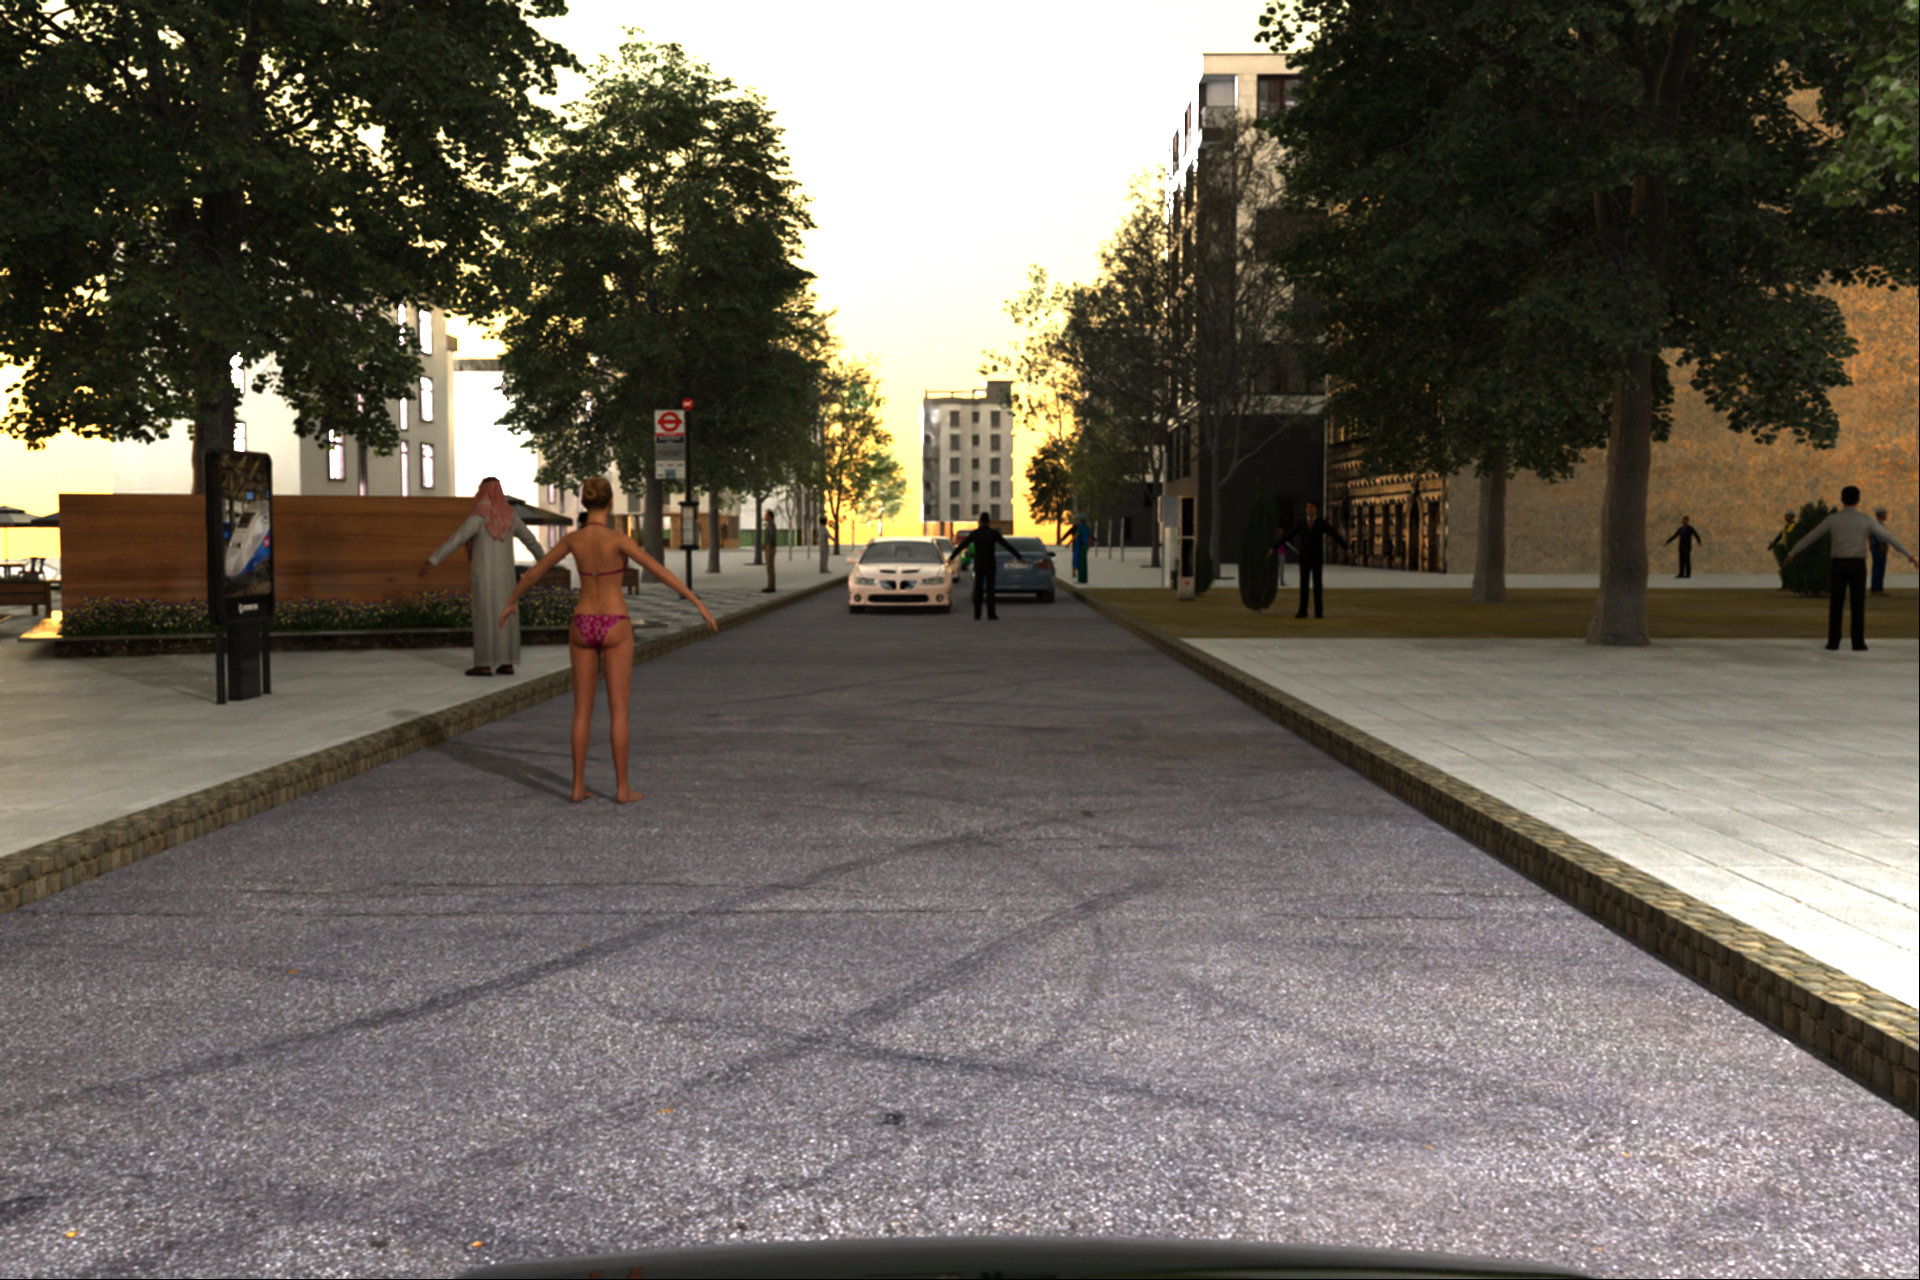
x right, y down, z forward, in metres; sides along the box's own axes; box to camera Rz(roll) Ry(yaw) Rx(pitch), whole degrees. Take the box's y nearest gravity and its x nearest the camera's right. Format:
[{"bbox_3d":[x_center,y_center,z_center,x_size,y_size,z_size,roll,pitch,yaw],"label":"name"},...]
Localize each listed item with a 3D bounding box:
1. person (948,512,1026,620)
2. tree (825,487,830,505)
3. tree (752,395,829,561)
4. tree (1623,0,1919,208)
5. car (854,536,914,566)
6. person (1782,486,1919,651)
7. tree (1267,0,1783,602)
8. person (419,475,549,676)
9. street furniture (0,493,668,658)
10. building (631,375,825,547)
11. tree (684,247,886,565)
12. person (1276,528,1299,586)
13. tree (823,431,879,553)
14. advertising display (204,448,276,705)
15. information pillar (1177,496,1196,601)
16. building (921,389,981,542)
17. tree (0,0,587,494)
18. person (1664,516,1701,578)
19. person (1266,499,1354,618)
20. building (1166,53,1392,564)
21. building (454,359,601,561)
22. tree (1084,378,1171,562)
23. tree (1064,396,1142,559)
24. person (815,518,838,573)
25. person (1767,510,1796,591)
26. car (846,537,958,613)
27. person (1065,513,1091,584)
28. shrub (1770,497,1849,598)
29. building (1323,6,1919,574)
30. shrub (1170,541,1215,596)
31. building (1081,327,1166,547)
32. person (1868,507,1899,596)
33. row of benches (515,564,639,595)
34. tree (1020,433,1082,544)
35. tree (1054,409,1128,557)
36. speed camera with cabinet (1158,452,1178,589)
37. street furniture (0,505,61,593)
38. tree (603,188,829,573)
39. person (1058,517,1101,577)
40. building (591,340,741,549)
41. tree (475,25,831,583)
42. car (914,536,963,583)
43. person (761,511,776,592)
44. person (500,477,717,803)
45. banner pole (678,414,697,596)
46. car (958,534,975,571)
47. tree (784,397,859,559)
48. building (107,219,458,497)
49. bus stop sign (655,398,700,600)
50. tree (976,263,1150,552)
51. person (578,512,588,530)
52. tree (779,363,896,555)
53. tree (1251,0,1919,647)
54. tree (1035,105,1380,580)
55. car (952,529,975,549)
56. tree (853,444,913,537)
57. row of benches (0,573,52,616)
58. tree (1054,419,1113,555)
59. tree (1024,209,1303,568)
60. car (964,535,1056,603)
[{"bbox_3d":[0.426,-1.246,29.050,1.346,1.802,0.704,1,4,14],"label":"person"},{"bbox_3d":[-19.711,-17.634,214.078,9.928,11.665,9.643,0,3,0],"label":"tree"},{"bbox_3d":[-8.112,-8.082,82.511,4.360,8.622,3.978,0,3,0],"label":"tree"},{"bbox_3d":[7.026,-5.530,8.535,7.486,12.596,7.792,0,3,0],"label":"tree"},{"bbox_3d":[-1.821,-2.129,47.170,2.083,1.381,4.827,0,4,0],"label":"car"},{"bbox_3d":[9.830,-0.795,19.158,1.344,1.810,0.704,2,4,32],"label":"person"},{"bbox_3d":[10.006,-7.700,32.543,9.857,13.997,8.962,0,3,0],"label":"tree"},{"bbox_3d":[-4.271,-0.589,15.771,0.704,1.811,1.347,3,5,42],"label":"person"},{"bbox_3d":[-7.144,-0.877,21.202,11.010,1.723,9.812,-2,4,-25],"label":"street furniture"},{"bbox_3d":[-24.867,-19.889,191.636,16.747,18.905,31.486,0,4,1],"label":"building"},{"bbox_3d":[-8.268,-9.867,71.691,12.009,13.543,11.850,0,3,0],"label":"tree"},{"bbox_3d":[7.962,-2.064,43.005,0.991,1.433,0.599,3,5,41],"label":"person"},{"bbox_3d":[-7.389,-10.285,118.527,4.737,8.622,4.395,0,3,0],"label":"tree"},{"bbox_3d":[-5.573,-0.503,13.442,0.123,1.923,0.974,0,4,0],"label":"advertising display"},{"bbox_3d":[4.363,-1.766,33.371,0.304,2.012,0.304,0,4,-1],"label":"information pillar"},{"bbox_3d":[-4.560,-21.969,218.076,11.380,20.090,16.016,1,4,10],"label":"building"},{"bbox_3d":[-8.765,-6.926,19.899,9.857,13.997,8.962,0,3,0],"label":"tree"},{"bbox_3d":[21.152,-2.713,50.581,0.704,1.802,1.346,-2,4,-24],"label":"person"},{"bbox_3d":[5.349,-1.237,26.408,1.347,1.806,0.705,2,4,26],"label":"person"},{"bbox_3d":[24.403,-15.055,90.128,27.936,21.610,32.646,0,4,1],"label":"building"},{"bbox_3d":[-24.622,-9.471,97.003,9.099,9.664,28.070,0,4,0],"label":"building"},{"bbox_3d":[7.278,-7.828,78.350,4.360,8.622,3.978,0,3,0],"label":"tree"},{"bbox_3d":[7.522,-8.408,87.838,4.737,8.622,4.395,0,3,0],"label":"tree"},{"bbox_3d":[-4.444,-3.105,56.945,0.705,1.806,1.347,-3,4,-36],"label":"person"},{"bbox_3d":[18.695,-2.027,39.104,0.705,1.833,1.349,0,4,-4],"label":"person"},{"bbox_3d":[-1.082,-1.256,32.892,2.083,1.381,4.827,0,4,0],"label":"car"},{"bbox_3d":[3.098,-2.346,44.476,0.704,1.817,1.347,2,4,30],"label":"person"},{"bbox_3d":[17.351,-1.874,35.065,1.690,2.028,1.600,0,3,0],"label":"shrub"},{"bbox_3d":[24.735,-14.245,63.841,19.493,23.208,18.063,0,3,0],"label":"building"},{"bbox_3d":[4.838,-1.524,36.028,1.383,1.207,1.383,0,3,0],"label":"shrub"},{"bbox_3d":[26.968,-21.010,187.489,27.936,21.610,32.646,0,4,1],"label":"building"},{"bbox_3d":[19.134,-1.843,35.988,0.705,1.847,1.347,0,4,6],"label":"person"},{"bbox_3d":[-8.738,-1.247,35.858,4.104,0.672,1.422,-2,4,-26],"label":"row of benches"},{"bbox_3d":[12.482,-18.962,216.683,9.857,13.997,8.962,0,3,0],"label":"tree"},{"bbox_3d":[7.558,-8.976,97.128,4.737,8.622,4.395,0,3,0],"label":"tree"},{"bbox_3d":[5.168,-2.876,41.356,0.660,3.252,2.038,0,4,-1],"label":"speed camera with cabinet"},{"bbox_3d":[-32.863,-1.962,37.109,27.439,1.986,14.083,1,4,8],"label":"street furniture"},{"bbox_3d":[-8.086,-8.521,57.439,7.486,12.596,7.792,0,3,0],"label":"tree"},{"bbox_3d":[3.533,-2.775,51.504,1.346,1.812,0.704,-1,4,-16],"label":"person"},{"bbox_3d":[-25.578,-17.911,149.267,16.016,20.090,11.380,0,3,0],"label":"building"},{"bbox_3d":[-8.052,-8.491,45.488,9.857,13.997,8.962,0,3,0],"label":"tree"},{"bbox_3d":[-0.938,-2.449,52.397,2.083,1.381,4.827,0,4,1],"label":"car"},{"bbox_3d":[-4.230,-1.960,38.314,0.705,1.796,1.348,-1,4,-10],"label":"person"},{"bbox_3d":[-1.907,-0.004,9.320,1.217,1.733,0.721,1,4,8],"label":"person"},{"bbox_3d":[-5.669,-2.824,36.189,0.401,3.779,0.863,0,3,0],"label":"banner pole"},{"bbox_3d":[0.909,-3.703,69.334,1.959,1.807,4.718,0,4,0],"label":"car"},{"bbox_3d":[-7.574,-8.456,88.621,4.737,8.622,4.395,0,3,0],"label":"tree"},{"bbox_3d":[-22.201,-7.225,60.275,9.099,9.664,28.070,0,4,0],"label":"building"},{"bbox_3d":[-5.540,-2.769,33.984,0.855,3.939,0.416,0,4,0],"label":"bus stop sign"},{"bbox_3d":[7.460,-16.216,121.028,12.611,20.169,13.585,0,3,0],"label":"tree"},{"bbox_3d":[-9.051,-2.192,41.981,0.704,1.843,1.345,-1,4,-21],"label":"person"},{"bbox_3d":[-7.608,-10.942,104.664,9.928,11.665,9.643,0,3,0],"label":"tree"},{"bbox_3d":[7.701,-6.920,19.794,9.857,13.997,8.962,0,3,0],"label":"tree"},{"bbox_3d":[7.405,-8.481,49.030,12.009,13.543,11.850,0,3,0],"label":"tree"},{"bbox_3d":[0.543,-6.942,122.168,2.281,1.827,5.304,0,4,1],"label":"car"},{"bbox_3d":[-9.489,-18.250,216.522,7.486,12.596,7.792,0,3,0],"label":"tree"},{"bbox_3d":[-15.729,-0.642,25.958,1.422,0.672,4.104,3,5,42],"label":"row of benches"},{"bbox_3d":[7.722,-9.479,105.348,4.360,8.622,3.978,0,3,0],"label":"tree"},{"bbox_3d":[7.428,-9.530,66.190,12.009,13.543,11.850,0,3,0],"label":"tree"},{"bbox_3d":[1.103,-1.557,37.456,2.014,1.417,4.499,0,4,0],"label":"car"}]
